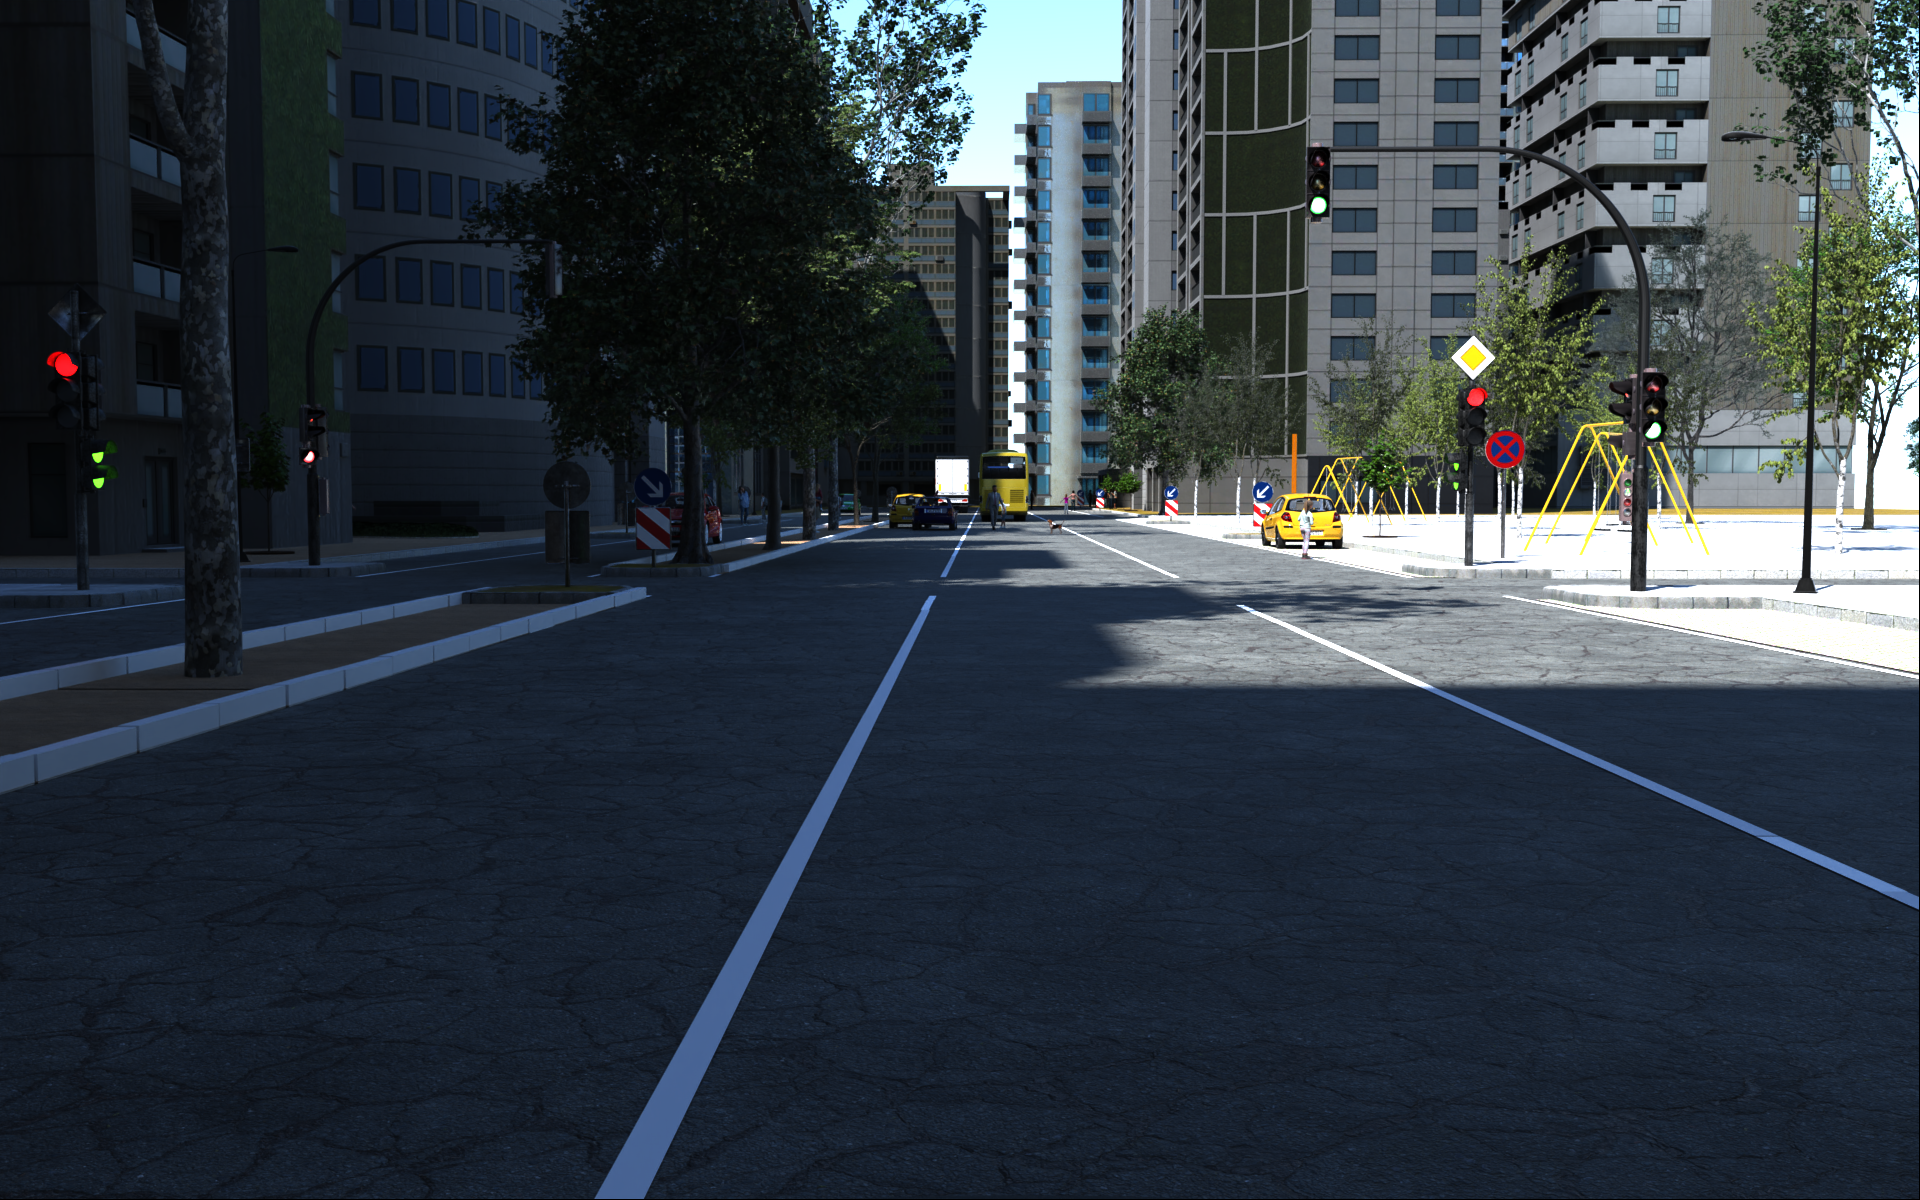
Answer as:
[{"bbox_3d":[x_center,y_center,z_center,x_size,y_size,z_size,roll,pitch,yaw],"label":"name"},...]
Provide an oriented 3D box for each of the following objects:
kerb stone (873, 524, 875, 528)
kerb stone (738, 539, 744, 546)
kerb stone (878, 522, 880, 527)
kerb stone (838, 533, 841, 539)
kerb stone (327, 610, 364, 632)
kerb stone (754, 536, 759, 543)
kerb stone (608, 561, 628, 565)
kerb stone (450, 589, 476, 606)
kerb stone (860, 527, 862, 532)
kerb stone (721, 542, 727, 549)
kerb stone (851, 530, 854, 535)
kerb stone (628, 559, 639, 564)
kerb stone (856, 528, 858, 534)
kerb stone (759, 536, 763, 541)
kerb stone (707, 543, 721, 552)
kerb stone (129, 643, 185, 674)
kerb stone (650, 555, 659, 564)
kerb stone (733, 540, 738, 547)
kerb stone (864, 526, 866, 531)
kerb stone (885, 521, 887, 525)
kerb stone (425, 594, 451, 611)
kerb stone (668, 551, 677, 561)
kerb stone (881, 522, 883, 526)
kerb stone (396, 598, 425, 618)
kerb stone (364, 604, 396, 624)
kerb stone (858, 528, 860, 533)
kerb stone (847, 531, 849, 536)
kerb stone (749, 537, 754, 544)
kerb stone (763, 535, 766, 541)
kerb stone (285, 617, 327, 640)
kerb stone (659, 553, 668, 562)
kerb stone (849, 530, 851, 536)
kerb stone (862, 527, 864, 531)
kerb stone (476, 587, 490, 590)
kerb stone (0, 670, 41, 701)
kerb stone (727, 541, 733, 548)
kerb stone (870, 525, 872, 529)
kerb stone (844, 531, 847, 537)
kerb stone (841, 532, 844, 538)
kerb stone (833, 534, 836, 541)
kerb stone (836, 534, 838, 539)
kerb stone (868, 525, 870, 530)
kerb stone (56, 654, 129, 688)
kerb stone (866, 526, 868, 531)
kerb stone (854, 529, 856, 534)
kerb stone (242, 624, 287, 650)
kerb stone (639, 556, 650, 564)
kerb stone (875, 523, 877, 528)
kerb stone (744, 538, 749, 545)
[{"bbox_3d":[-3.679,-2.992,71.111,0.120,0.150,1.000,0,4,1],"label":"kerb stone"},{"bbox_3d":[-6.148,-1.552,47.583,0.120,0.150,1.000,0,4,1],"label":"kerb stone"},{"bbox_3d":[-3.639,-3.174,74.177,0.120,0.150,1.000,0,4,1],"label":"kerb stone"},{"bbox_3d":[-3.934,-1.983,54.703,0.120,0.150,1.000,0,4,1],"label":"kerb stone"},{"bbox_3d":[-6.578,0.239,18.325,0.120,0.150,1.000,0,4,1],"label":"kerb stone"},{"bbox_3d":[-6.093,-1.737,50.653,0.120,0.150,1.000,0,4,1],"label":"kerb stone"},{"bbox_3d":[-6.370,-0.610,32.162,0.120,0.150,1.000,0,4,1],"label":"kerb stone"},{"bbox_3d":[-6.510,-0.014,22.427,0.120,0.150,1.000,0,4,1],"label":"kerb stone"},{"bbox_3d":[-3.795,-2.553,63.942,0.120,0.150,1.000,0,4,1],"label":"kerb stone"},{"bbox_3d":[-6.188,-1.360,44.501,0.120,0.150,1.000,0,4,1],"label":"kerb stone"},{"bbox_3d":[-3.848,-2.301,59.823,0.120,0.150,1.000,0,4,1],"label":"kerb stone"},{"bbox_3d":[-6.355,-0.668,33.195,0.120,0.150,1.000,0,4,1],"label":"kerb stone"},{"bbox_3d":[-3.827,-2.426,61.877,0.120,0.150,1.000,0,4,1],"label":"kerb stone"},{"bbox_3d":[-6.080,-1.796,51.675,0.120,0.150,1.000,0,4,1],"label":"kerb stone"},{"bbox_3d":[-6.199,-1.301,43.468,0.120,0.150,1.000,0,4,1],"label":"kerb stone"},{"bbox_3d":[-6.637,0.491,14.211,0.120,0.150,1.000,0,4,1],"label":"kerb stone"},{"bbox_3d":[-6.328,-0.798,35.239,0.120,0.150,1.000,0,4,1],"label":"kerb stone"},{"bbox_3d":[-6.158,-1.490,46.561,0.120,0.150,1.000,0,4,1],"label":"kerb stone"},{"bbox_3d":[-3.767,-2.678,65.988,0.120,0.150,1.000,0,4,1],"label":"kerb stone"},{"bbox_3d":[-3.568,-3.489,79.327,0.120,0.150,1.000,0,4,1],"label":"kerb stone"},{"bbox_3d":[-6.543,0.048,21.403,0.120,0.150,1.000,0,4,1],"label":"kerb stone"},{"bbox_3d":[-6.288,-0.924,37.300,0.120,0.150,1.000,0,4,1],"label":"kerb stone"},{"bbox_3d":[-3.600,-3.304,76.242,0.120,0.150,1.000,0,4,1],"label":"kerb stone"},{"bbox_3d":[-6.545,0.111,20.381,0.120,0.150,1.000,0,4,1],"label":"kerb stone"},{"bbox_3d":[-6.561,0.174,19.346,0.120,0.150,1.000,0,4,1],"label":"kerb stone"},{"bbox_3d":[-3.804,-2.486,62.903,0.120,0.150,1.000,0,4,1],"label":"kerb stone"},{"bbox_3d":[-3.880,-2.176,57.775,0.120,0.150,1.000,0,4,1],"label":"kerb stone"},{"bbox_3d":[-6.110,-1.678,49.627,0.120,0.150,1.000,0,4,1],"label":"kerb stone"},{"bbox_3d":[-6.063,-1.864,52.698,0.120,0.150,1.000,0,4,1],"label":"kerb stone"},{"bbox_3d":[-6.597,0.302,17.302,0.120,0.150,1.000,0,4,1],"label":"kerb stone"},{"bbox_3d":[-6.311,-0.861,36.272,0.120,0.150,1.000,0,4,1],"label":"kerb stone"},{"bbox_3d":[-3.872,-2.239,58.797,0.120,0.150,1.000,0,4,1],"label":"kerb stone"},{"bbox_3d":[-3.775,-2.615,64.964,0.120,0.150,1.000,0,4,1],"label":"kerb stone"},{"bbox_3d":[-6.492,-0.074,23.449,0.120,0.150,1.000,0,4,1],"label":"kerb stone"},{"bbox_3d":[-6.667,0.613,12.167,0.120,0.150,1.000,0,4,1],"label":"kerb stone"},{"bbox_3d":[-6.164,-1.427,45.527,0.120,0.150,1.000,0,4,1],"label":"kerb stone"},{"bbox_3d":[-3.715,-2.865,69.065,0.120,0.150,1.000,0,4,1],"label":"kerb stone"},{"bbox_3d":[-3.899,-2.113,56.750,0.120,0.150,1.000,0,4,1],"label":"kerb stone"},{"bbox_3d":[-3.913,-2.051,55.728,0.120,0.150,1.000,0,4,1],"label":"kerb stone"},{"bbox_3d":[-3.961,-1.860,52.654,0.120,0.150,1.000,0,4,1],"label":"kerb stone"},{"bbox_3d":[-3.947,-1.926,53.681,0.120,0.150,1.000,0,4,1],"label":"kerb stone"},{"bbox_3d":[-3.731,-2.803,68.032,0.120,0.150,1.000,0,4,1],"label":"kerb stone"},{"bbox_3d":[-6.655,0.551,13.189,0.120,0.150,1.000,0,4,1],"label":"kerb stone"},{"bbox_3d":[-3.749,-2.740,67.010,0.120,0.150,1.000,0,4,1],"label":"kerb stone"},{"bbox_3d":[-3.839,-2.364,60.846,0.120,0.150,1.000,0,4,1],"label":"kerb stone"},{"bbox_3d":[-6.611,0.362,16.276,0.120,0.150,1.000,0,4,1],"label":"kerb stone"},{"bbox_3d":[-6.341,-0.735,34.217,0.120,0.150,1.000,0,4,1],"label":"kerb stone"},{"bbox_3d":[-3.666,-3.051,72.133,0.120,0.150,1.000,0,4,1],"label":"kerb stone"},{"bbox_3d":[-6.119,-1.615,48.605,0.120,0.150,1.000,0,4,1],"label":"kerb stone"}]
